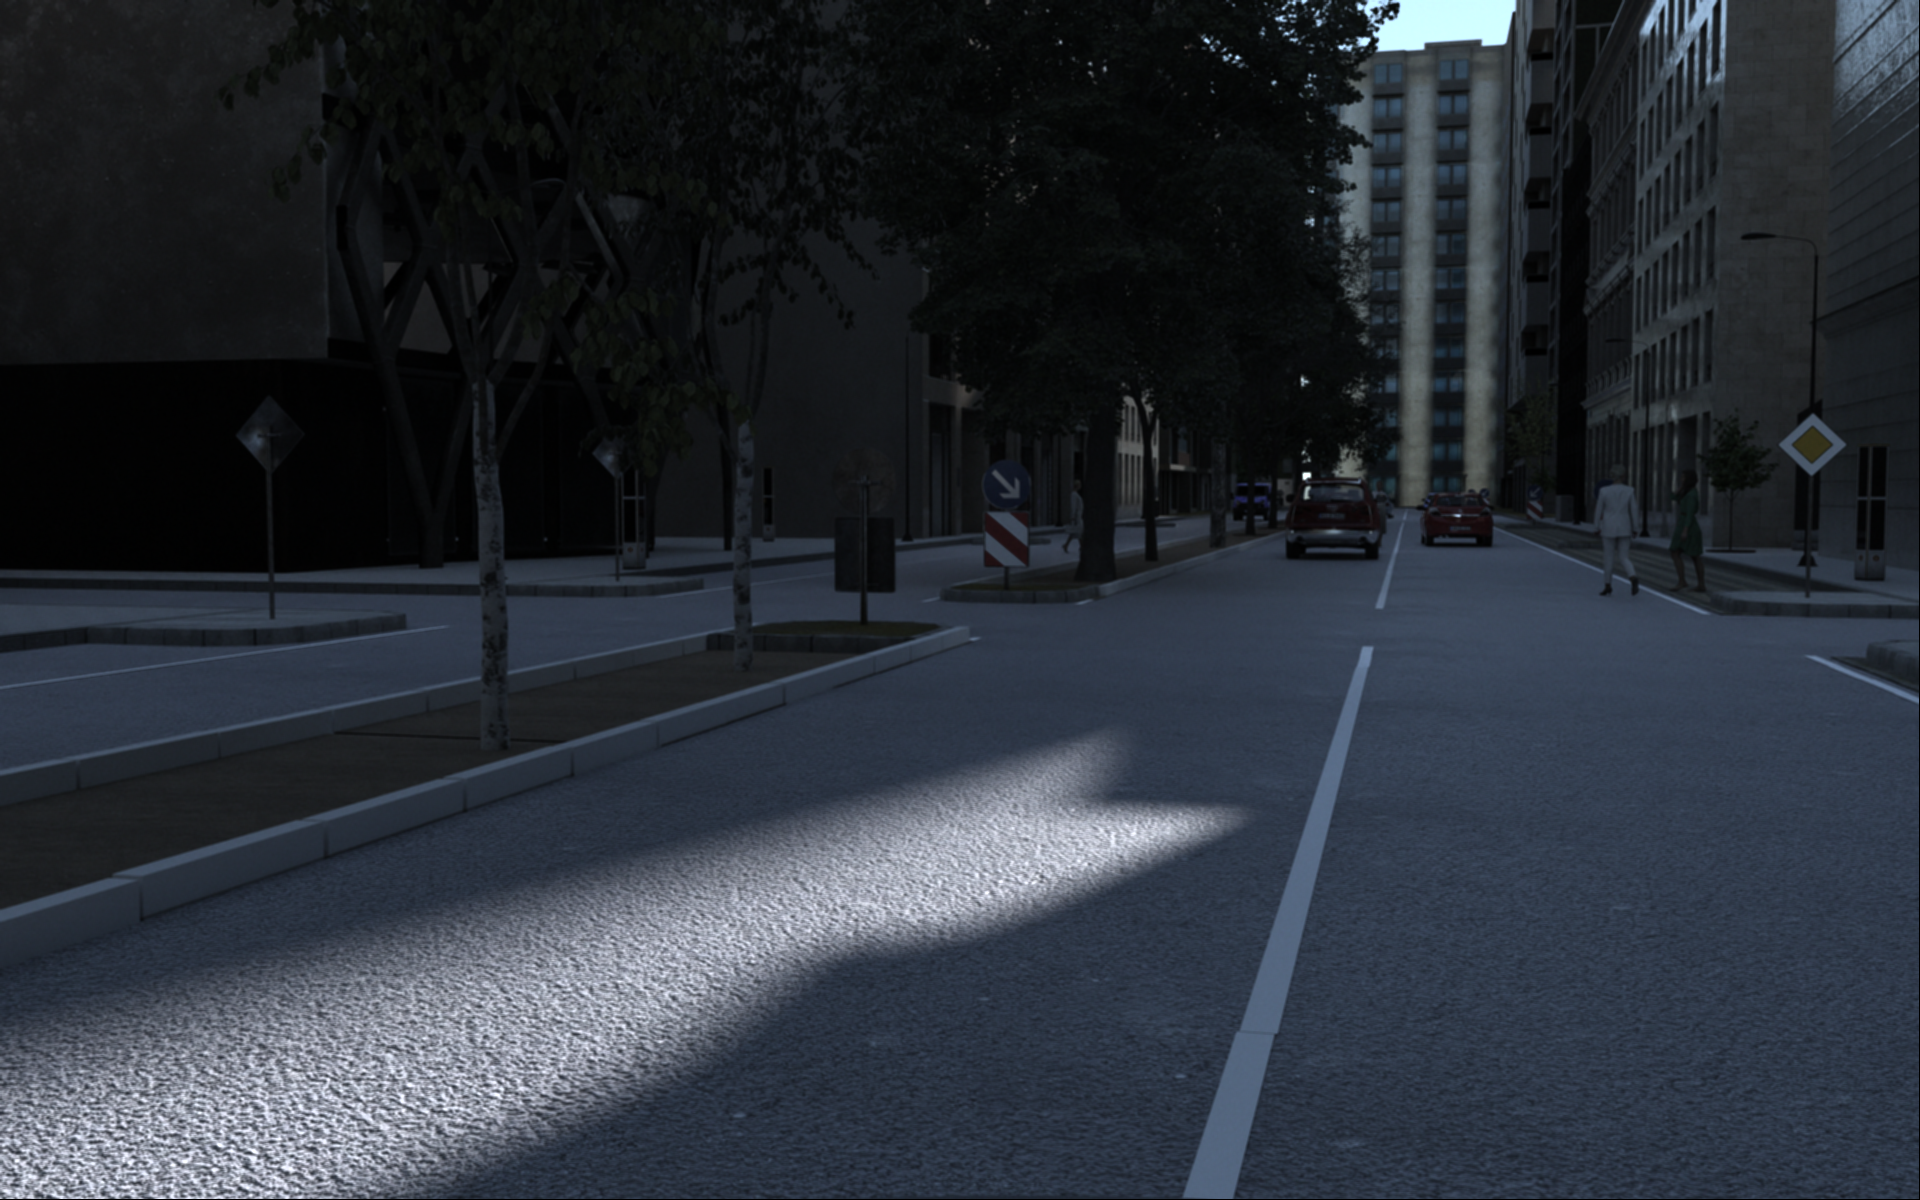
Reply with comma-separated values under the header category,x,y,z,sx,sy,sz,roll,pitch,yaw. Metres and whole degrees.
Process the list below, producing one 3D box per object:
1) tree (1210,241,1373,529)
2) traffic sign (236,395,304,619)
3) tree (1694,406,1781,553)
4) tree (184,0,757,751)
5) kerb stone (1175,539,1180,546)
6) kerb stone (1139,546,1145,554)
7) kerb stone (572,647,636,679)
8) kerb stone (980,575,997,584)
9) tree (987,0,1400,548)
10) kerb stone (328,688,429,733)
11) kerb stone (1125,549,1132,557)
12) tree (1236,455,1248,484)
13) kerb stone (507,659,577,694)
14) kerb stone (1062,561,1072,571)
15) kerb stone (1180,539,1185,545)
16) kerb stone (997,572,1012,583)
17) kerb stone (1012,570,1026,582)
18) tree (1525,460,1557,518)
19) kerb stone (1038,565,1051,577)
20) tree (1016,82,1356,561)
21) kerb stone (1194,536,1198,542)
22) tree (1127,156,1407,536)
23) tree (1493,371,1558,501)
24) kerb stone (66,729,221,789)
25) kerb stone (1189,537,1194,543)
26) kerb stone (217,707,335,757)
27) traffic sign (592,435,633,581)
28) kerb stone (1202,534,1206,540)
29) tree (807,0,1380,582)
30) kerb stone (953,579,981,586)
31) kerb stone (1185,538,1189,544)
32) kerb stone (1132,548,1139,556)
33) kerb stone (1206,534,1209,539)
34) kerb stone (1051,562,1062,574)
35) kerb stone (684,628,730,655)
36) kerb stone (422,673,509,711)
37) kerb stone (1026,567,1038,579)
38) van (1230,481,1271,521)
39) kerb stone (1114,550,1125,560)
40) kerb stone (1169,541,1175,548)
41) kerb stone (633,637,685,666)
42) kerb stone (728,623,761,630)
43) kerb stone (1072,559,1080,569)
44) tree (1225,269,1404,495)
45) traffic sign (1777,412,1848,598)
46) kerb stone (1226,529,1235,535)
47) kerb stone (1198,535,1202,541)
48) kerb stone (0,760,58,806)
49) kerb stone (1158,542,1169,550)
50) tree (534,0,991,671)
category,x,y,z,sx,sy,sz,roll,pitch,yaw
tree,12.911,-8.709,70.597,9.928,11.665,9.643,0,3,0
traffic sign,-7.049,-0.860,17.699,0.795,2.450,0.064,1,4,15
tree,16.971,-2.657,38.046,1.663,3.219,1.824,0,3,0
tree,-2.617,-3.447,9.183,4.737,8.622,4.395,0,3,0
kerb stone,5.775,-1.521,47.065,0.120,0.150,1.000,1,4,15
kerb stone,4.228,-1.156,41.097,0.120,0.150,1.000,1,4,15
kerb stone,-2.883,0.512,13.821,0.120,0.150,1.000,1,4,15
kerb stone,0.341,-0.245,26.223,0.120,0.150,1.000,1,4,15
tree,5.907,-11.518,46.660,12.611,20.169,13.585,0,3,0
kerb stone,-3.673,0.699,10.855,0.120,0.150,1.000,1,4,15
kerb stone,3.700,-1.031,39.116,0.120,0.150,1.000,1,4,15
tree,23.200,-9.826,144.373,4.285,4.588,4.351,0,3,0
kerb stone,-3.148,0.575,12.831,0.120,0.150,1.000,1,4,15
kerb stone,1.889,-0.611,32.177,0.120,0.150,1.000,1,4,15
kerb stone,6.038,-1.579,48.058,0.120,0.150,1.000,1,4,15
kerb stone,0.600,-0.307,27.216,0.120,0.150,1.000,1,4,15
kerb stone,0.861,-0.367,28.204,0.120,0.150,1.000,1,4,15
tree,33.064,-6.321,97.958,1.663,3.219,1.824,0,3,0
kerb stone,1.379,-0.489,30.192,0.120,0.150,1.000,1,4,15
tree,4.188,-6.116,36.874,8.767,10.594,7.601,1,4,15
kerb stone,6.812,-1.764,51.033,0.120,0.150,1.000,1,4,15
tree,9.964,-8.935,58.921,12.009,13.543,11.850,0,3,0
tree,34.153,-9.351,103.255,4.737,8.622,4.395,0,3,0
kerb stone,-4.179,0.816,8.861,0.120,0.150,1.000,1,4,15
kerb stone,6.554,-1.701,50.037,0.120,0.150,1.000,1,4,15
kerb stone,-3.926,0.759,9.851,0.120,0.150,1.000,1,4,15
traffic sign,-5.035,-1.332,25.427,0.795,2.450,0.064,1,4,15
kerb stone,7.326,-1.885,53.019,0.120,0.150,1.000,1,4,15
tree,2.253,-7.282,28.167,9.857,13.997,8.962,0,3,0
kerb stone,0.083,-0.180,25.233,0.120,0.150,1.000,1,4,15
kerb stone,6.291,-1.642,49.048,0.120,0.150,1.000,1,4,15
kerb stone,3.957,-1.096,40.111,0.120,0.150,1.000,1,4,15
kerb stone,7.581,-1.946,54.020,0.120,0.150,1.000,1,4,15
kerb stone,1.640,-0.547,31.180,0.120,0.150,1.000,1,4,15
kerb stone,-2.371,0.391,15.803,0.120,0.150,1.000,1,4,15
kerb stone,-3.409,0.633,11.843,0.120,0.150,1.000,1,4,15
kerb stone,1.116,-0.427,29.194,0.120,0.150,1.000,1,4,15
van,16.018,-5.516,94.565,2.240,2.365,5.245,1,4,14
kerb stone,3.444,-0.972,38.126,0.120,0.150,1.000,1,4,15
kerb stone,5.528,-1.460,46.072,0.120,0.150,1.000,1,4,15
kerb stone,-2.630,0.452,14.812,0.120,0.150,1.000,1,4,15
kerb stone,-2.116,0.333,16.793,0.120,0.150,1.000,1,4,15
kerb stone,2.146,-0.671,33.167,0.120,0.150,1.000,1,4,15
tree,16.147,-9.953,82.199,9.611,12.733,9.660,0,3,0
traffic sign,10.488,-1.085,21.376,0.795,2.450,0.064,1,4,15
kerb stone,9.655,-2.430,61.971,0.120,0.150,1.000,1,4,15
kerb stone,7.062,-1.824,52.024,0.120,0.150,1.000,1,4,15
kerb stone,-4.439,0.876,7.870,0.120,0.150,1.000,1,4,15
kerb stone,5.253,-1.400,45.083,0.120,0.150,1.000,1,4,15
tree,-1.703,-3.739,13.948,4.360,8.622,3.978,0,3,0
